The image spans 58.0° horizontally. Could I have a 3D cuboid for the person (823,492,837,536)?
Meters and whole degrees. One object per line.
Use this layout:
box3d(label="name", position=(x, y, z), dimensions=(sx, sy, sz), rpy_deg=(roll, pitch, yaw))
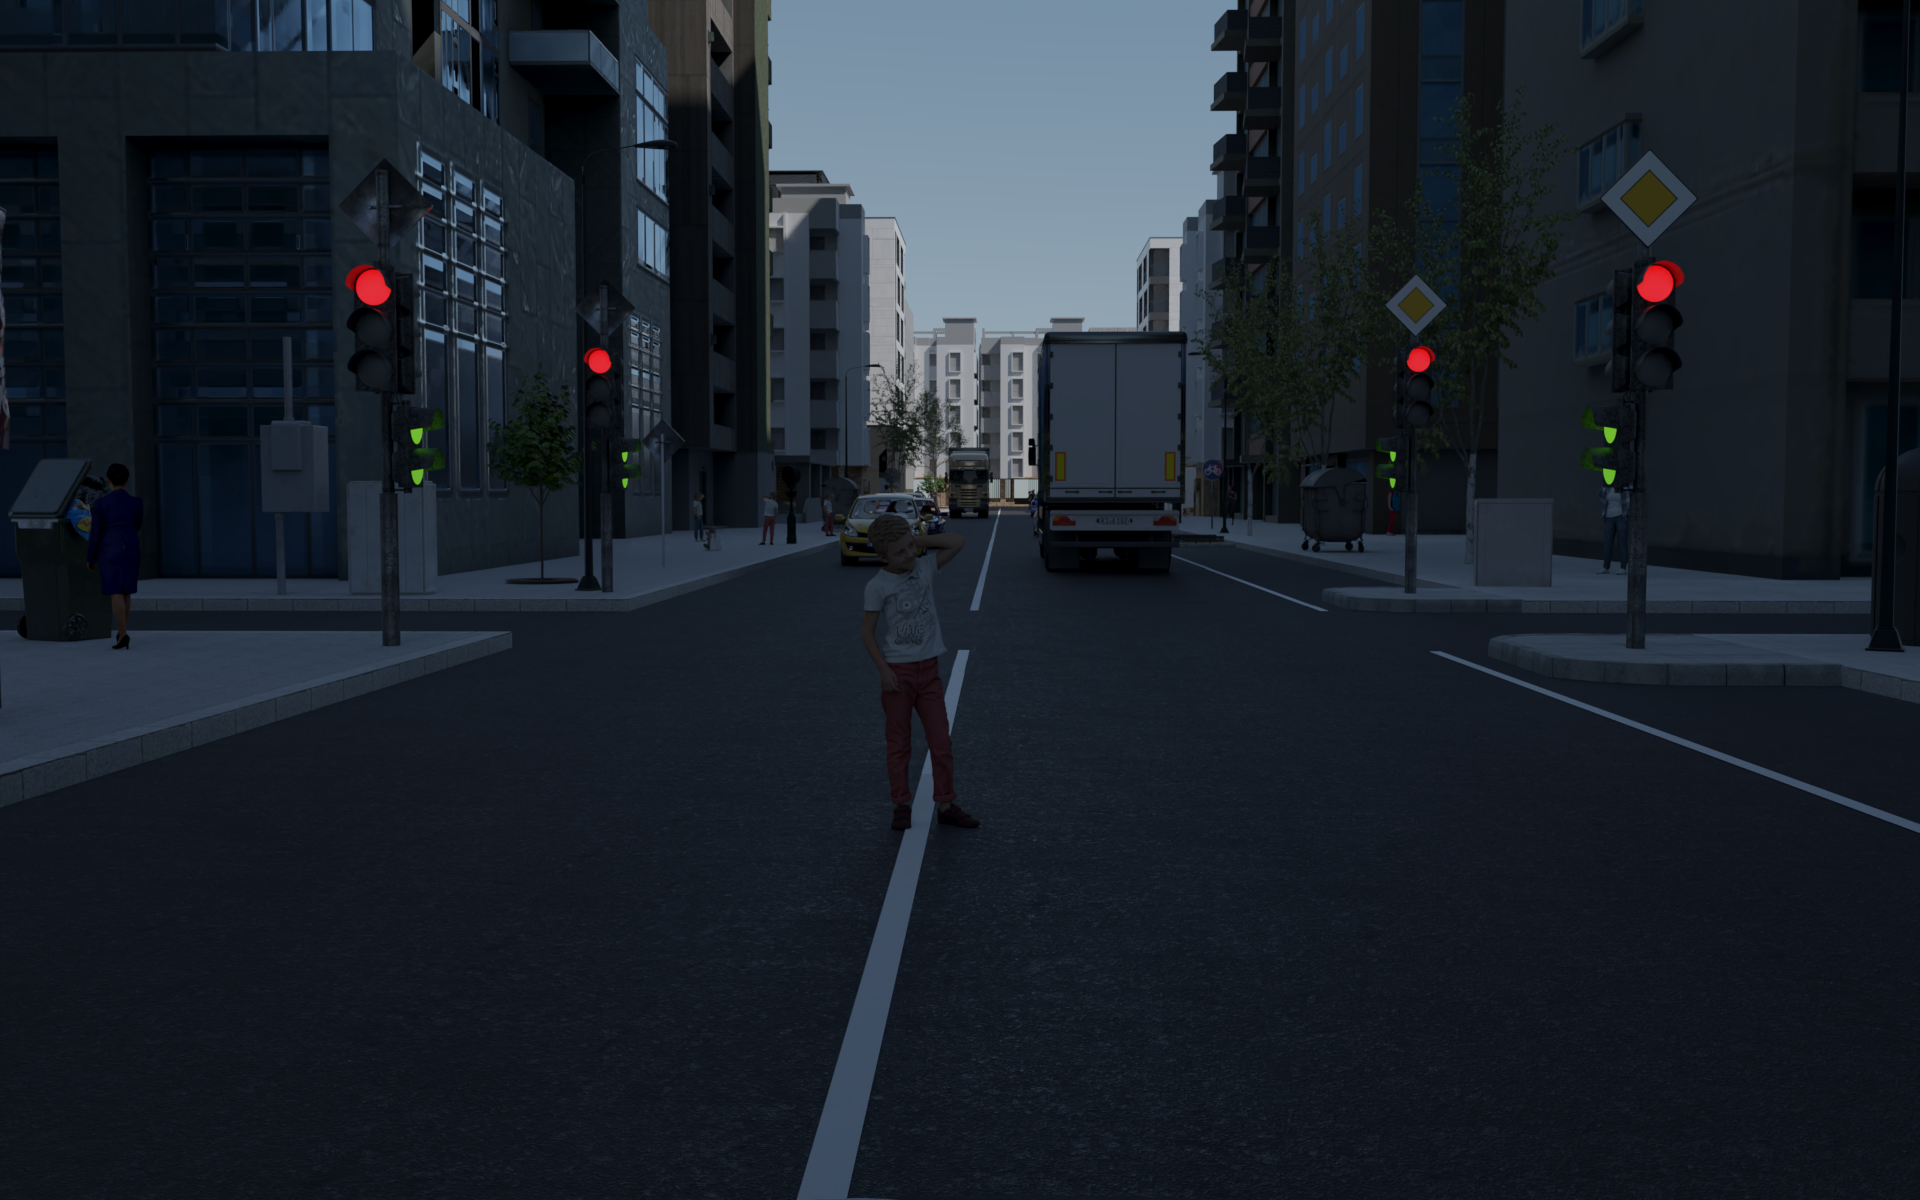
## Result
box3d(label="person", position=(-3.946, -2.607, 52.573), dimensions=(0.340, 1.345, 0.435), rpy_deg=(0, 4, 8))

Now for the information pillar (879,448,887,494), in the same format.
box3d(label="information pillar", position=(-3.890, -5.905, 87.902), dimensions=(0.504, 3.616, 0.183), rpy_deg=(2, 4, 33))

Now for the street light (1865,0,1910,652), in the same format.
box3d(label="street light", position=(7.054, -2.539, 14.054), dimensions=(1.470, 5.913, 1.316), rpy_deg=(0, 4, 1))

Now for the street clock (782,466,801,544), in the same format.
box3d(label="street clock", position=(-4.338, -2.446, 44.560), dimensions=(0.471, 2.002, 0.358), rpy_deg=(3, 5, 39))

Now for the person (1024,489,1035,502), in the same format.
box3d(label="person", position=(4.941, -6.628, 117.394), dimensions=(1.217, 1.766, 0.721), rpy_deg=(2, 4, 25))

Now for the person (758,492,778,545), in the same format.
box3d(label="person", position=(-4.829, -2.060, 43.629), dimensions=(0.435, 1.345, 0.340), rpy_deg=(-2, 4, -30))

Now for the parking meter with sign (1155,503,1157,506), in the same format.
box3d(label="parking meter with sign", position=(9.856, -5.670, 88.965), dimensions=(0.543, 3.016, 1.738), rpy_deg=(-1, 4, -15))

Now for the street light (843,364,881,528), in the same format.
box3d(label="street light", position=(-3.528, -5.471, 61.985), dimensions=(1.470, 5.913, 1.316), rpy_deg=(0, 4, 1))

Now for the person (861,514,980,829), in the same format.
box3d(label="person", position=(-0.171, 0.304, 7.437), dimensions=(0.435, 1.345, 0.340), rpy_deg=(-2, 4, -31))

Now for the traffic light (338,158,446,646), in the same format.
box3d(label="traffic light", position=(-4.796, -1.567, 14.544), dimensions=(0.839, 4.253, 0.868), rpy_deg=(0, 4, 1))

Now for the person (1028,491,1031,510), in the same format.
box3d(label="person", position=(6.528, -9.213, 159.923), dimensions=(0.721, 1.735, 1.217), rpy_deg=(-1, 4, -9))

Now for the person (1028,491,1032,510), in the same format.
box3d(label="person", position=(6.442, -8.790, 152.747), dimensions=(0.617, 1.759, 0.750), rpy_deg=(3, 4, 38))

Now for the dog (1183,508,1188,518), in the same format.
box3d(label="dog", position=(12.228, -4.729, 94.142), dimensions=(0.406, 0.507, 0.540), rpy_deg=(-3, 5, -43))

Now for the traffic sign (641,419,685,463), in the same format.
box3d(label="traffic sign", position=(-5.221, -1.875, 30.382), dimensions=(0.795, 2.593, 0.064), rpy_deg=(1, 4, 10))

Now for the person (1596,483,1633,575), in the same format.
box3d(label="person", position=(10.488, -1.276, 27.622), dimensions=(0.376, 1.734, 0.841), rpy_deg=(-3, 4, -38))

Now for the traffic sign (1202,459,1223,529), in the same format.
box3d(label="traffic sign", position=(9.308, -3.900, 63.872), dimensions=(0.768, 2.556, 0.104), rpy_deg=(0, 4, 7))

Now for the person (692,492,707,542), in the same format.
box3d(label="person", position=(-6.973, -2.232, 46.441), dimensions=(0.340, 1.345, 0.435), rpy_deg=(0, 4, 1))

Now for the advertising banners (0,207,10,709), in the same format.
box3d(label="advertising banners", position=(-5.589, -0.831, 9.768), dimensions=(0.090, 3.025, 2.074), rpy_deg=(-1, 4, -16))

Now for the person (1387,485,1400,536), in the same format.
box3d(label="person", position=(13.272, -2.769, 53.020), dimensions=(0.593, 1.614, 0.444), rpy_deg=(-2, 4, -32))

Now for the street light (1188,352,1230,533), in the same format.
box3d(label="street light", position=(8.134, -5.145, 56.666), dimensions=(1.470, 5.913, 1.316), rpy_deg=(0, 4, 1))

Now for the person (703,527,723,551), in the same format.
box3d(label="person", position=(-5.587, -1.390, 39.239), dimensions=(0.357, 0.543, 0.381), rpy_deg=(3, 5, 43))

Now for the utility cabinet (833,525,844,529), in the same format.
box3d(label="utility cabinet", position=(-4.316, -3.246, 64.240), dimensions=(0.306, 1.237, 1.020), rpy_deg=(2, 4, 32))

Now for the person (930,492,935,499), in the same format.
box3d(label="person", position=(-2.513, -9.392, 160.046), dimensions=(0.568, 1.767, 0.683), rpy_deg=(-1, 4, -21))

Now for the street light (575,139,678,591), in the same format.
box3d(label="street light", position=(-4.397, -3.078, 22.862), dimensions=(1.470, 5.913, 1.316), rpy_deg=(0, 4, 1))

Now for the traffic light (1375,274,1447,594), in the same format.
box3d(label="traffic light", position=(5.805, -2.040, 22.280), dimensions=(0.839, 4.253, 0.868), rpy_deg=(0, 4, 1))

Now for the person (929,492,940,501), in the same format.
box3d(label="person", position=(-2.529, -9.969, 169.061), dimensions=(1.348, 1.821, 0.705), rpy_deg=(1, 4, 12))

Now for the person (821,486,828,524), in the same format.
box3d(label="person", position=(-5.716, -4.199, 74.817), dimensions=(0.598, 1.807, 0.434), rpy_deg=(-1, 4, -14))

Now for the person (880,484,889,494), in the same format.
box3d(label="person", position=(-3.407, -4.437, 79.318), dimensions=(0.376, 1.734, 0.841), rpy_deg=(-1, 4, -22))

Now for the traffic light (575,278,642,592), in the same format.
box3d(label="traffic light", position=(-4.593, -2.055, 22.527), dimensions=(0.839, 4.253, 0.868), rpy_deg=(0, 4, 1))

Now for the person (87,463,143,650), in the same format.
box3d(label="person", position=(-7.051, -0.366, 14.405), dimensions=(0.546, 1.535, 0.453), rpy_deg=(2, 4, 29))

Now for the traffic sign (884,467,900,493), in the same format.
box3d(label="traffic sign", position=(-3.270, -5.065, 82.918), dimensions=(0.768, 2.556, 0.104), rpy_deg=(0, 4, 8))

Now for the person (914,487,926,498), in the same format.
box3d(label="person", position=(-3.031, -7.268, 124.900), dimensions=(1.348, 1.821, 0.705), rpy_deg=(-1, 4, -17))

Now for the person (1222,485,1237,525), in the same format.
box3d(label="person", position=(11.055, -3.890, 71.113), dimensions=(0.593, 1.643, 0.415), rpy_deg=(-1, 4, -11))

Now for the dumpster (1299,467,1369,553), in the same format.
box3d(label="dumpster", position=(8.316, -2.003, 38.506), dimensions=(1.264, 1.857, 1.865), rpy_deg=(0, 4, 1))

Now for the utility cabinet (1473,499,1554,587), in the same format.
box3d(label="utility cabinet", position=(7.696, -0.792, 24.116), dimensions=(1.020, 1.237, 0.306), rpy_deg=(1, 4, 9))

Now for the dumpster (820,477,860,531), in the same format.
box3d(label="dumpster", position=(-4.167, -3.319, 60.026), dimensions=(1.264, 1.857, 1.865), rpy_deg=(0, 4, 2))

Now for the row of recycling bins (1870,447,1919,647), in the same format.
box3d(label="row of recycling bins", position=(9.650, -0.457, 14.591), dimensions=(3.534, 1.692, 1.069), rpy_deg=(0, 4, 8))

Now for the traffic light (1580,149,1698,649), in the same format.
box3d(label="traffic light", position=(5.602, -1.552, 14.297), dimensions=(0.839, 4.253, 0.868), rpy_deg=(0, 4, 1))
